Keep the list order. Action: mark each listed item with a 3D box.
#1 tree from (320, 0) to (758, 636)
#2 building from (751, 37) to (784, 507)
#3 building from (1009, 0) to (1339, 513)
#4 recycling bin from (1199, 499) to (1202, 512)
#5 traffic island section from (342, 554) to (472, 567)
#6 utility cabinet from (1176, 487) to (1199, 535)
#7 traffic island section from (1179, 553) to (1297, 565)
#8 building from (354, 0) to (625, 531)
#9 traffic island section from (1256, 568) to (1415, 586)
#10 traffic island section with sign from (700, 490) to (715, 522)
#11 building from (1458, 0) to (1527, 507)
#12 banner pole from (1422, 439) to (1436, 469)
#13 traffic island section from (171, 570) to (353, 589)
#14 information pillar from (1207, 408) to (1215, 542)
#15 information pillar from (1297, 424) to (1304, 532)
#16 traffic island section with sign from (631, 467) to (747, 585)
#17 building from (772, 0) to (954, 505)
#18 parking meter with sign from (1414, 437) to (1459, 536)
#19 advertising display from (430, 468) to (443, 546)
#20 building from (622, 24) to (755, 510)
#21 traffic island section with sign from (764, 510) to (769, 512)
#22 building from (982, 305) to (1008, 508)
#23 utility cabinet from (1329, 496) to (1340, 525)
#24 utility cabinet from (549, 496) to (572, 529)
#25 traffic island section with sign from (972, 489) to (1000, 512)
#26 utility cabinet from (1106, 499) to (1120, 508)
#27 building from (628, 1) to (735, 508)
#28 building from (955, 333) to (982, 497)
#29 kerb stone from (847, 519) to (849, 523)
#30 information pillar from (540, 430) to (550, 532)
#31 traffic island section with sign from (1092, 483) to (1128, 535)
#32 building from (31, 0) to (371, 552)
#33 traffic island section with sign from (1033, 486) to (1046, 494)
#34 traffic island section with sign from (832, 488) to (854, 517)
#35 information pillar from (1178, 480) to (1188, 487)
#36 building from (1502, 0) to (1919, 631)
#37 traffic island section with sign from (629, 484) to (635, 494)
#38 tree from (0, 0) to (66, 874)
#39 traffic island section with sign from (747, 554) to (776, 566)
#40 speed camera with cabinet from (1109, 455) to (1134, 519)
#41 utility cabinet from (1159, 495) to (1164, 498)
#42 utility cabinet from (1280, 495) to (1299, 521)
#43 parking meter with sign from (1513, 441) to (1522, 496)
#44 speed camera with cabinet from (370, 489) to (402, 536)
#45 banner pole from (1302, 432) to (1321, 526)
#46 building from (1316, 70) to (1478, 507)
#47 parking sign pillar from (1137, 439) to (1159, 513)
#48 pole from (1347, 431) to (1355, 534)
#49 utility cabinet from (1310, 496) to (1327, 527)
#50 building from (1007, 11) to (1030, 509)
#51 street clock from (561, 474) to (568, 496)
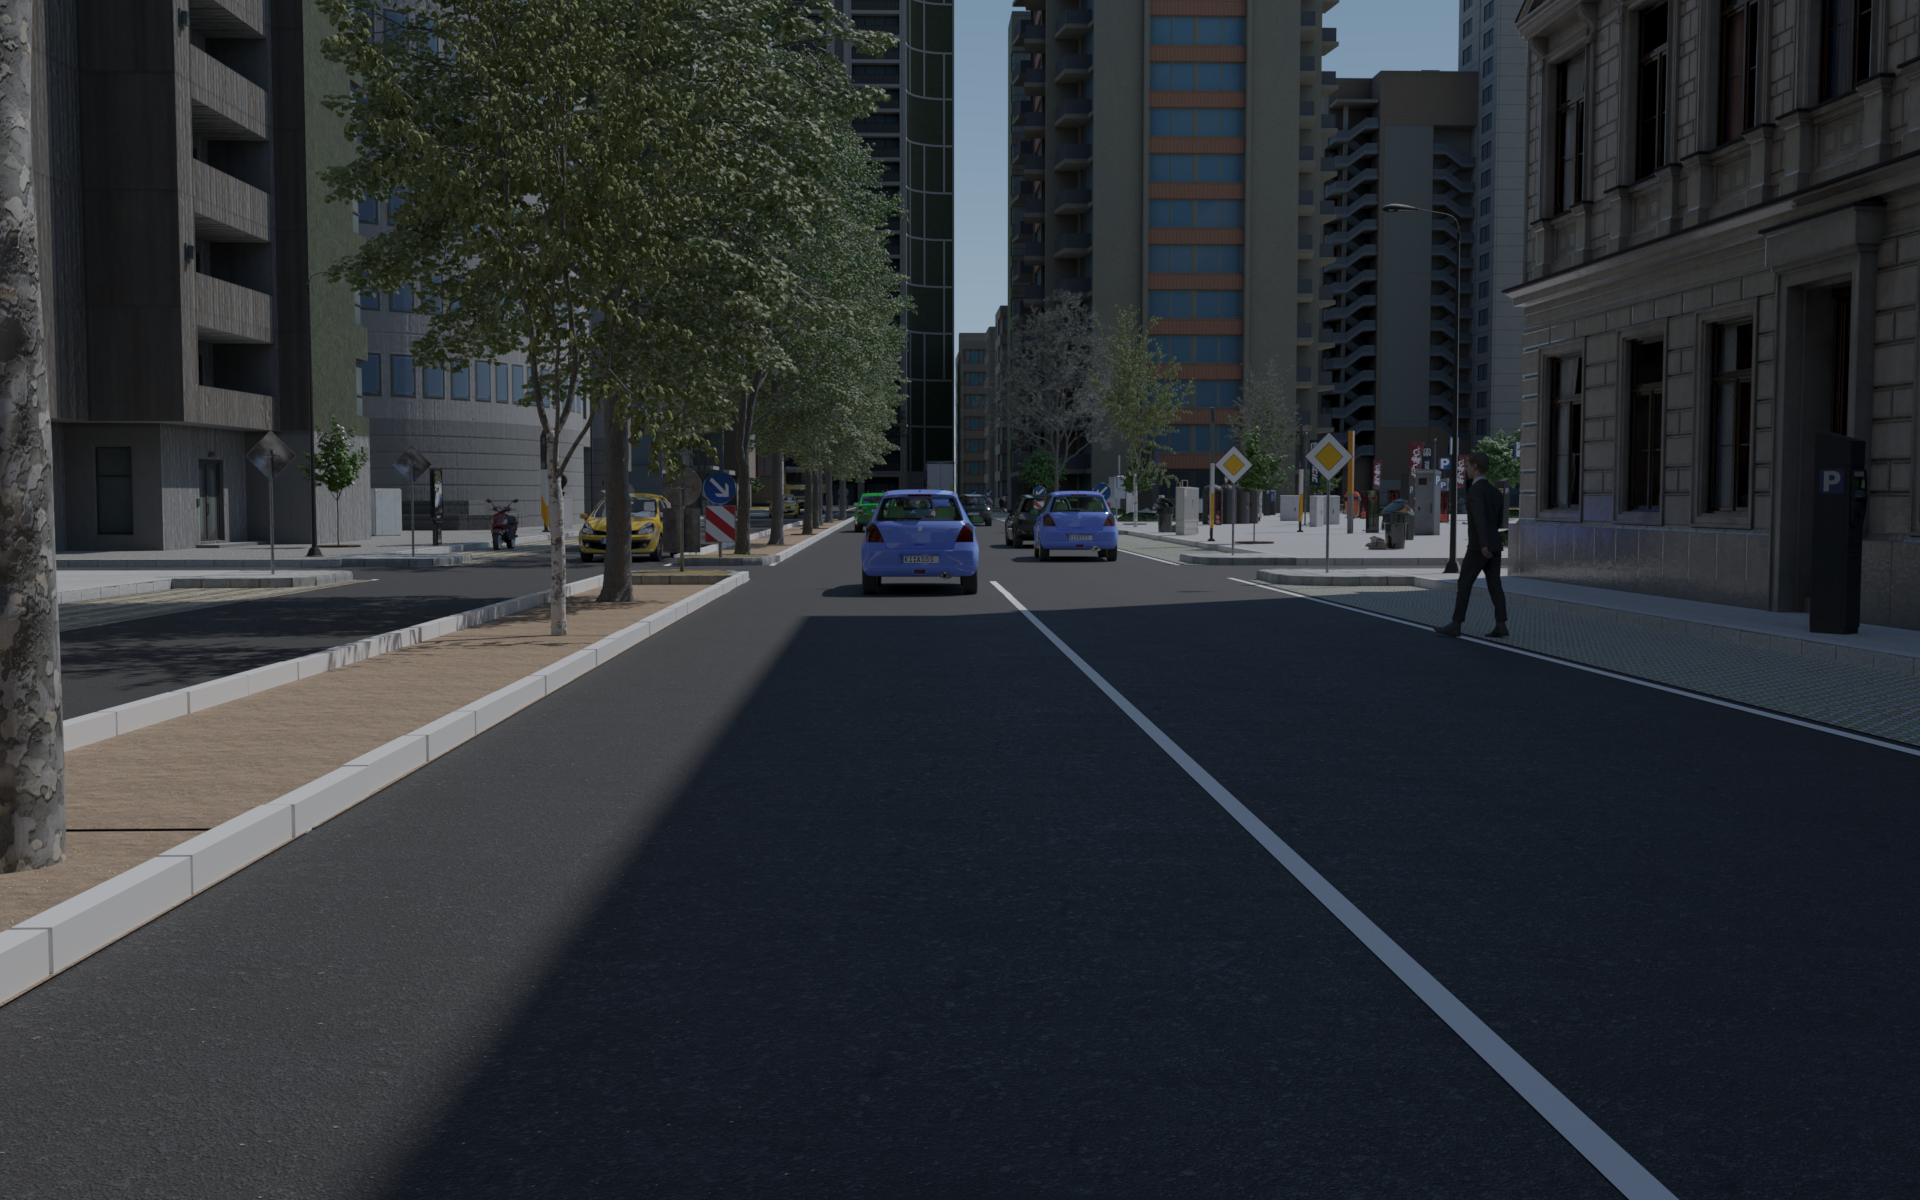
[{"bbox_3d":[-3.999,-3.924,16.982,4.737,8.622,4.395,0,3,0],"label":"tree"},{"bbox_3d":[-29.170,-33.714,174.919,21.600,48.544,21.300,0,4,-2],"label":"building"},{"bbox_3d":[15.287,-29.019,129.089,22.147,44.769,28.867,0,4,-2],"label":"building"},{"bbox_3d":[12.645,-4.826,91.451,0.722,1.027,0.722,3,5,41],"label":"recycling bin"},{"bbox_3d":[-11.262,-0.815,35.610,2.009,0.180,2.903,0,4,-2],"label":"traffic island section"},{"bbox_3d":[7.102,-2.774,54.034,0.318,1.500,1.173,2,4,30],"label":"utility cabinet"},{"bbox_3d":[5.720,-0.851,36.197,2.009,0.180,2.903,0,4,-2],"label":"traffic island section"},{"bbox_3d":[-26.639,-32.334,70.664,21.231,58.520,28.212,0,4,-2],"label":"building"},{"bbox_3d":[5.999,-0.363,28.217,2.009,0.180,2.903,0,4,-2],"label":"traffic island section"},{"bbox_3d":[-12.771,-4.863,88.140,1.989,1.847,2.006,0,4,-2],"label":"traffic island section with sign"},{"bbox_3d":[61.734,-45.250,178.091,20.611,71.187,20.563,0,4,-2],"label":"building"},{"bbox_3d":[21.404,-5.436,78.903,0.401,3.779,0.863,-3,5,-44],"label":"banner pole"},{"bbox_3d":[-10.983,-0.327,27.630,2.009,0.180,2.903,0,4,-2],"label":"traffic island section"},{"bbox_3d":[6.815,-3.391,46.802,0.183,3.616,0.504,0,4,4],"label":"information pillar"},{"bbox_3d":[11.444,-4.083,58.113,0.183,3.616,0.504,0,4,4],"label":"information pillar"},{"bbox_3d":[-4.597,-1.220,28.086,2.006,1.907,1.989,0,4,-2],"label":"traffic island section with sign"},{"bbox_3d":[-10.946,-46.764,202.845,20.611,71.187,20.563,0,4,-2],"label":"building"},{"bbox_3d":[14.538,-3.519,53.802,1.738,3.016,0.543,3,5,44],"label":"parking meter with sign"},{"bbox_3d":[-13.124,-2.338,43.435,0.123,1.923,0.974,0,4,-6],"label":"advertising display"},{"bbox_3d":[-24.731,-30.241,144.545,14.600,45.320,14.200,0,4,-2],"label":"building"},{"bbox_3d":[-14.496,-7.871,137.319,1.989,1.847,2.006,0,4,-2],"label":"traffic island section with sign"},{"bbox_3d":[16.989,-20.096,173.608,27.650,21.520,28.899,0,4,-2],"label":"building"},{"bbox_3d":[15.464,-3.772,72.830,1.020,1.237,0.306,-1,4,-20],"label":"utility cabinet"},{"bbox_3d":[-14.653,-3.202,63.518,0.306,1.237,1.020,2,4,26],"label":"utility cabinet"},{"bbox_3d":[2.164,-7.915,138.030,1.989,1.847,2.006,0,4,-2],"label":"traffic island section with sign"},{"bbox_3d":[9.613,-6.158,109.369,1.173,1.500,0.318,-3,5,-41],"label":"utility cabinet"},{"bbox_3d":[-30.841,-32.643,122.947,28.713,52.752,27.495,0,4,-2],"label":"building"},{"bbox_3d":[14.307,-22.256,208.921,28.899,21.520,27.650,0,4,-2],"label":"building"},{"bbox_3d":[-5.403,-3.597,81.005,0.120,0.150,1.000,0,4,-2],"label":"kerb stone"},{"bbox_3d":[-13.994,-4.097,58.337,0.183,3.616,0.504,-2,4,-34],"label":"information pillar"},{"bbox_3d":[4.832,-3.227,61.387,1.989,1.847,2.006,0,4,-2],"label":"traffic island section with sign"},{"bbox_3d":[-23.433,-16.471,40.995,14.160,30.474,14.107,0,4,-2],"label":"building"},{"bbox_3d":[3.896,-4.875,88.326,1.989,1.847,2.006,0,4,-2],"label":"traffic island section with sign"},{"bbox_3d":[-7.481,-6.266,110.582,2.006,1.907,1.989,0,4,-2],"label":"traffic island section with sign"},{"bbox_3d":[11.758,-5.281,90.830,0.304,2.012,0.304,0,4,-7],"label":"information pillar"},{"bbox_3d":[13.607,-9.362,17.705,10.561,19.102,19.286,0,4,-2],"label":"building"},{"bbox_3d":[-11.837,-3.215,61.201,1.989,1.847,2.006,0,4,-2],"label":"traffic island section with sign"},{"bbox_3d":[-4.920,-9.084,6.869,12.611,20.169,13.585,0,3,0],"label":"tree"},{"bbox_3d":[-4.846,-1.673,35.489,2.006,1.907,1.989,0,4,-2],"label":"traffic island section with sign"},{"bbox_3d":[8.611,-5.763,88.563,2.038,3.252,0.660,-2,4,-27],"label":"speed camera with cabinet"},{"bbox_3d":[10.637,-5.095,94.471,1.020,1.237,0.306,2,4,35],"label":"utility cabinet"},{"bbox_3d":[15.781,-4.366,82.550,1.020,1.237,0.306,1,4,8],"label":"utility cabinet"},{"bbox_3d":[18.521,-3.674,56.328,0.543,3.016,1.738,0,4,-1],"label":"parking meter with sign"},{"bbox_3d":[-17.992,-3.561,52.555,0.660,3.252,2.038,3,4,37],"label":"speed camera with cabinet"},{"bbox_3d":[14.194,-4.893,70.019,0.863,3.779,0.401,2,4,30],"label":"banner pole"},{"bbox_3d":[44.255,-32.452,180.707,14.200,45.320,14.600,0,4,-2],"label":"building"},{"bbox_3d":[9.325,-5.973,86.124,1.447,3.967,1.447,-2,4,-33],"label":"parking sign pillar"},{"bbox_3d":[12.622,-3.798,55.939,0.158,3.312,0.155,0,3,0],"label":"pole"},{"bbox_3d":[13.987,-3.469,67.878,0.306,1.237,1.020,2,4,27],"label":"utility cabinet"},{"bbox_3d":[11.052,-28.593,151.094,14.154,41.232,14.086,0,4,-2],"label":"building"},{"bbox_3d":[-14.221,-3.492,61.666,0.471,2.002,0.358,0,4,4],"label":"street clock"}]
